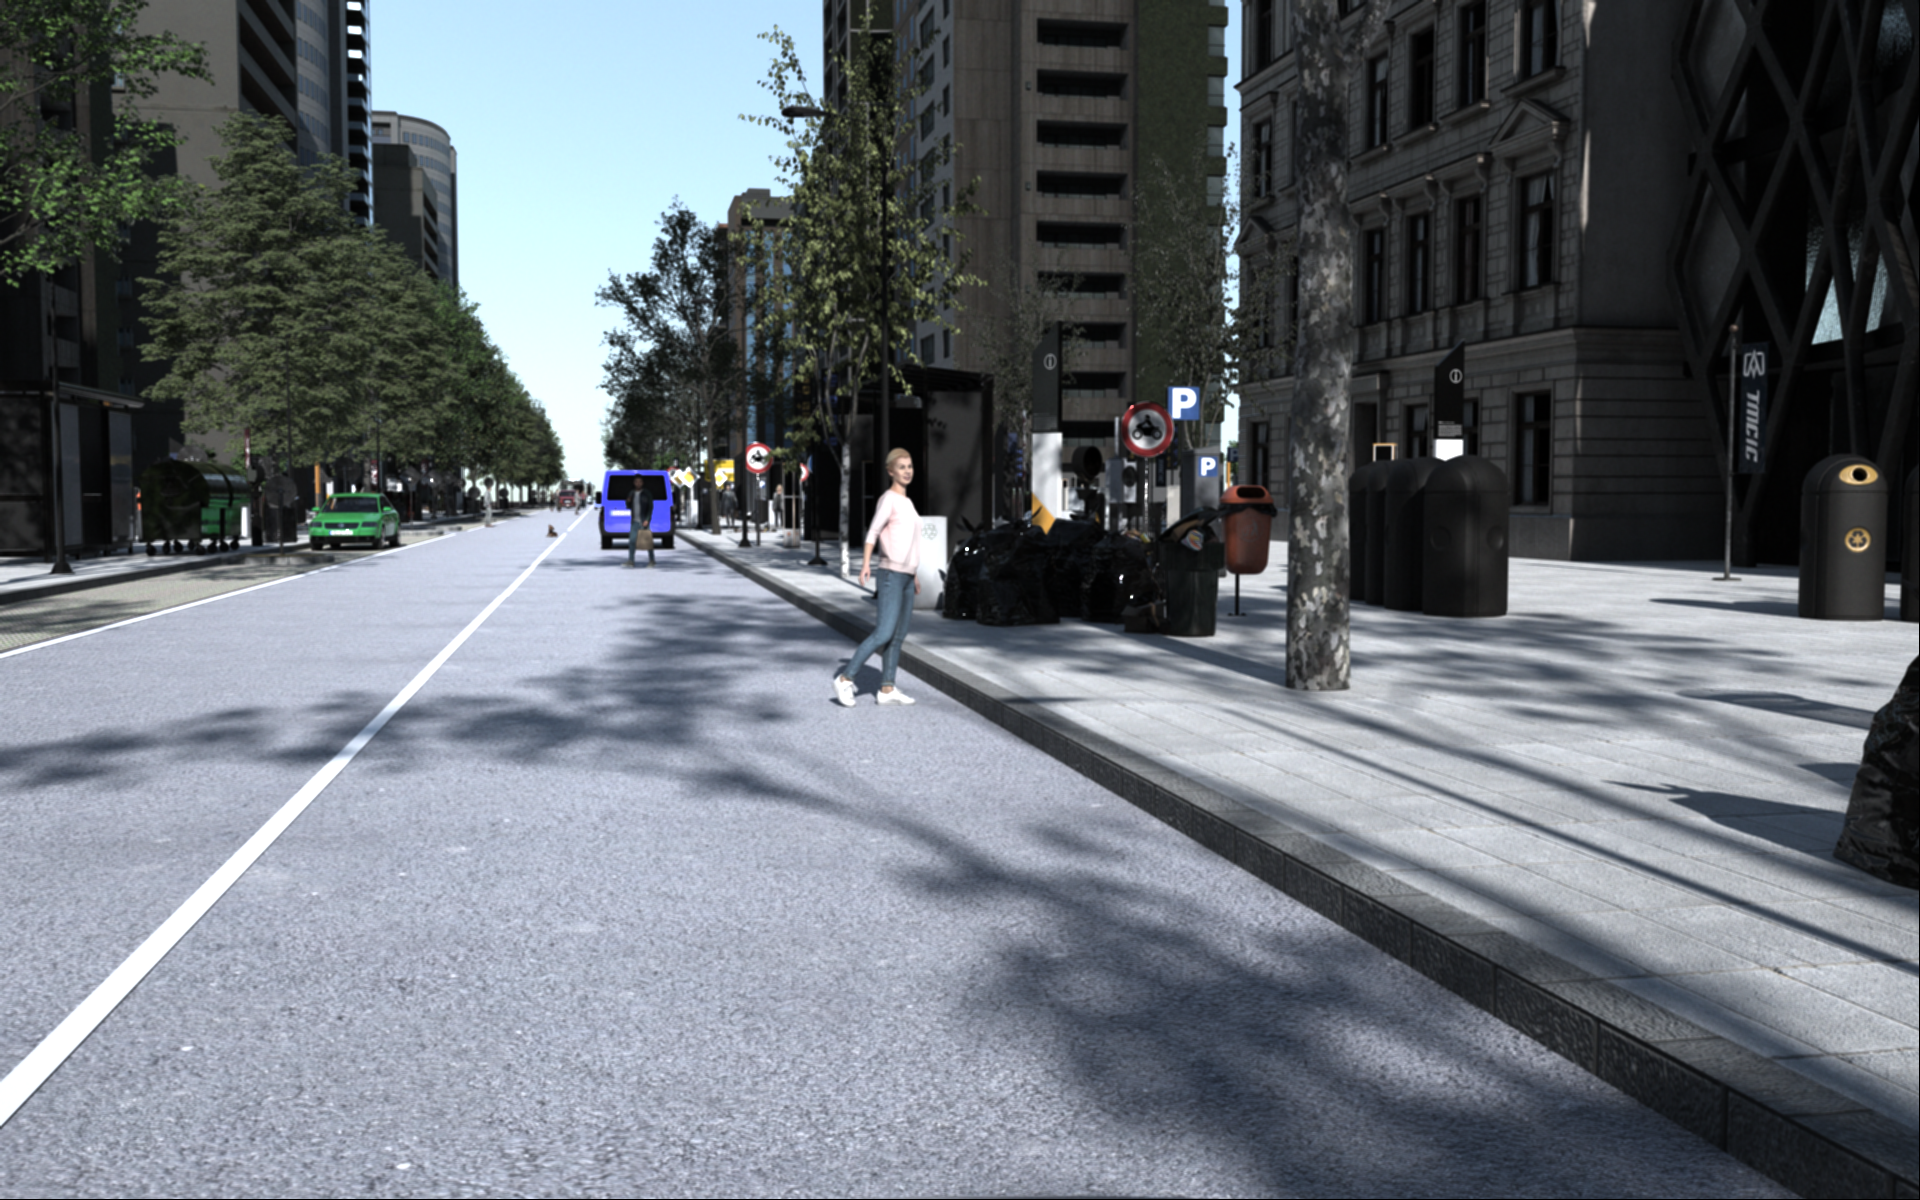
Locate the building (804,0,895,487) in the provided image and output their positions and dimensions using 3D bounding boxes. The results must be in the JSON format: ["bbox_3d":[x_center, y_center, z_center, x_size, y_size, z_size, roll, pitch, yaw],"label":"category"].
[{"bbox_3d":[-1.558,-42.714,136.627,20.563,71.187,20.611,-1,4,-12],"label":"building"}]

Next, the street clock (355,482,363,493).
[{"bbox_3d":[-37.431,-6.320,107.895,0.358,2.002,0.471,2,4,28],"label":"street clock"}]

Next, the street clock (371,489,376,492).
[{"bbox_3d":[-36.167,-6.256,106.858,0.358,2.002,0.471,1,4,21],"label":"street clock"}]

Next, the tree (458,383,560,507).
[{"bbox_3d":[-45.795,-16.118,173.903,12.009,13.543,11.850,0,3,0],"label":"tree"}]

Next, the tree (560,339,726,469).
[{"bbox_3d":[-22.019,-13.446,130.209,12.009,13.543,11.850,0,3,0],"label":"tree"}]

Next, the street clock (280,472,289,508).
[{"bbox_3d":[-22.344,-3.215,57.130,0.471,2.002,0.358,2,4,34],"label":"street clock"}]

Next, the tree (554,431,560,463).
[{"bbox_3d":[-50.697,-17.121,198.060,7.486,12.596,7.792,0,3,0],"label":"tree"}]

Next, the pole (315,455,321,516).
[{"bbox_3d":[-29.725,-5.279,80.148,0.158,3.312,0.155,0,3,0],"label":"pole"}]

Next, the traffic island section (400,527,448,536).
[{"bbox_3d":[-19.057,-2.316,60.147,2.009,0.180,2.903,-1,4,-12],"label":"traffic island section"}]

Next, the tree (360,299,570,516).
[{"bbox_3d":[-29.702,-11.214,100.349,9.611,12.733,9.660,0,3,0],"label":"tree"}]

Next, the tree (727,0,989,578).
[{"bbox_3d":[-1.689,-4.657,26.506,4.737,8.622,4.395,0,3,0],"label":"tree"}]

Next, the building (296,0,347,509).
[{"bbox_3d":[-65.475,-37.115,148.823,21.231,58.520,28.212,-1,4,-12],"label":"building"}]

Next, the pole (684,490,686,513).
[{"bbox_3d":[-19.045,-7.733,120.285,0.158,3.312,0.155,0,3,0],"label":"pole"}]

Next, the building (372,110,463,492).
[{"bbox_3d":[-88.784,-44.257,265.607,21.231,58.520,28.212,-1,4,-12],"label":"building"}]

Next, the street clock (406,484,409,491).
[{"bbox_3d":[-36.709,-6.772,115.295,0.358,2.002,0.471,-2,4,-26],"label":"street clock"}]

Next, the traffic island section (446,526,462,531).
[{"bbox_3d":[-20.662,-2.794,67.970,2.009,0.180,2.903,-1,4,-12],"label":"traffic island section"}]

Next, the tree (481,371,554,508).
[{"bbox_3d":[-40.902,-14.462,154.575,7.486,12.596,7.792,0,3,0],"label":"tree"}]

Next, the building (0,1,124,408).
[{"bbox_3d":[-49.692,-19.034,82.912,14.160,30.474,14.107,-1,4,-12],"label":"building"}]

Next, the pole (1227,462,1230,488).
[{"bbox_3d":[12.909,-5.467,83.229,0.158,3.312,0.155,0,3,0],"label":"pole"}]

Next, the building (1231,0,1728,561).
[{"bbox_3d":[14.379,-10.859,42.174,10.561,19.102,19.286,-1,4,-12],"label":"building"}]

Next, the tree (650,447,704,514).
[{"bbox_3d":[-18.212,-7.812,111.440,4.285,4.588,4.351,0,3,0],"label":"tree"}]

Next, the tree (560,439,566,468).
[{"bbox_3d":[-61.551,-20.578,254.573,7.486,12.596,7.792,0,3,0],"label":"tree"}]

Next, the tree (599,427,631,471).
[{"bbox_3d":[-46.602,-19.474,244.147,9.928,11.665,9.643,0,3,0],"label":"tree"}]

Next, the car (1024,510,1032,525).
[{"bbox_3d":[4.804,-3.528,69.678,4.499,1.417,2.014,-1,4,-13],"label":"car"}]

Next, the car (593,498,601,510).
[{"bbox_3d":[-32.603,-9.111,158.562,1.945,1.707,3.694,-1,4,-12],"label":"car"}]

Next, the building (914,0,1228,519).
[{"bbox_3d":[5.565,-19.746,94.556,14.107,30.474,14.160,-1,4,-12],"label":"building"}]

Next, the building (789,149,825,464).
[{"bbox_3d":[-5.940,-30.956,198.006,32.217,40.220,23.993,-1,4,-12],"label":"building"}]

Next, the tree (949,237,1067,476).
[{"bbox_3d":[1.918,-6.025,48.873,4.360,8.622,3.978,0,3,0],"label":"tree"}]

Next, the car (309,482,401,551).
[{"bbox_3d":[-15.714,-2.219,45.069,1.959,1.807,4.718,-1,4,-10],"label":"car"}]

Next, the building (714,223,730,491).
[{"bbox_3d":[-27.773,-37.963,275.322,22.147,44.769,28.867,-1,4,-12],"label":"building"}]

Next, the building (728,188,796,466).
[{"bbox_3d":[-26.422,-36.910,253.593,14.600,45.320,14.200,-1,4,-12],"label":"building"}]

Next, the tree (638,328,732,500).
[{"bbox_3d":[-11.717,-7.561,73.989,4.360,8.622,3.978,0,3,0],"label":"tree"}]

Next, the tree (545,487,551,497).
[{"bbox_3d":[-65.577,-19.859,275.048,4.737,8.622,4.395,0,3,0],"label":"tree"}]

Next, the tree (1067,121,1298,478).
[{"bbox_3d":[5.057,-5.196,35.325,4.360,8.622,3.978,0,3,0],"label":"tree"}]

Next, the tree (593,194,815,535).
[{"bbox_3d":[-8.050,-7.347,54.535,7.601,10.594,8.767,0,4,-2],"label":"tree"}]

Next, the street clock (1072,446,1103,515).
[{"bbox_3d":[1.915,-1.319,26.139,0.358,2.002,0.471,3,5,43],"label":"street clock"}]

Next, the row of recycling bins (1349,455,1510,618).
[{"bbox_3d":[5.204,-0.767,19.649,1.069,1.692,3.534,0,4,-4],"label":"row of recycling bins"}]

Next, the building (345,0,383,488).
[{"bbox_3d":[-71.590,-52.906,177.681,22.319,86.520,31.000,-1,4,-12],"label":"building"}]

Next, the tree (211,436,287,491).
[{"bbox_3d":[-38.481,-6.816,95.152,4.285,4.588,4.351,0,3,0],"label":"tree"}]

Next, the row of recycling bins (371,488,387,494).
[{"bbox_3d":[-41.219,-6.973,121.118,3.534,1.692,1.069,3,4,37],"label":"row of recycling bins"}]

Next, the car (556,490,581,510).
[{"bbox_3d":[-35.433,-9.053,156.694,2.281,1.827,5.304,-1,4,-11],"label":"car"}]

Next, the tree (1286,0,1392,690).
[{"bbox_3d":[1.450,-9.409,9.719,12.611,20.169,13.585,0,3,0],"label":"tree"}]

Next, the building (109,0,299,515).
[{"bbox_3d":[-55.225,-29.781,110.623,21.300,48.544,21.600,-1,4,-12],"label":"building"}]

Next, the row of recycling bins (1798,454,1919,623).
[{"bbox_3d":[10.185,-0.609,17.070,3.534,1.692,1.069,3,4,38],"label":"row of recycling bins"}]

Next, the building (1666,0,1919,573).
[{"bbox_3d":[21.228,-9.648,25.195,16.820,18.784,16.811,-1,4,-12],"label":"building"}]

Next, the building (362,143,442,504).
[{"bbox_3d":[-84.570,-37.780,241.397,21.300,48.544,21.600,-1,4,-12],"label":"building"}]

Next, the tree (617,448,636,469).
[{"bbox_3d":[-35.395,-14.826,192.765,4.737,8.622,4.395,0,3,0],"label":"tree"}]

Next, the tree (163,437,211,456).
[{"bbox_3d":[-44.527,-7.142,100.477,4.285,4.588,4.351,0,3,0],"label":"tree"}]

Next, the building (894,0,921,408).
[{"bbox_3d":[3.689,-28.287,112.605,14.600,45.320,14.200,-1,4,-12],"label":"building"}]

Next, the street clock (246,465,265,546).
[{"bbox_3d":[-17.292,-2.324,42.562,0.471,2.002,0.358,3,4,36],"label":"street clock"}]
